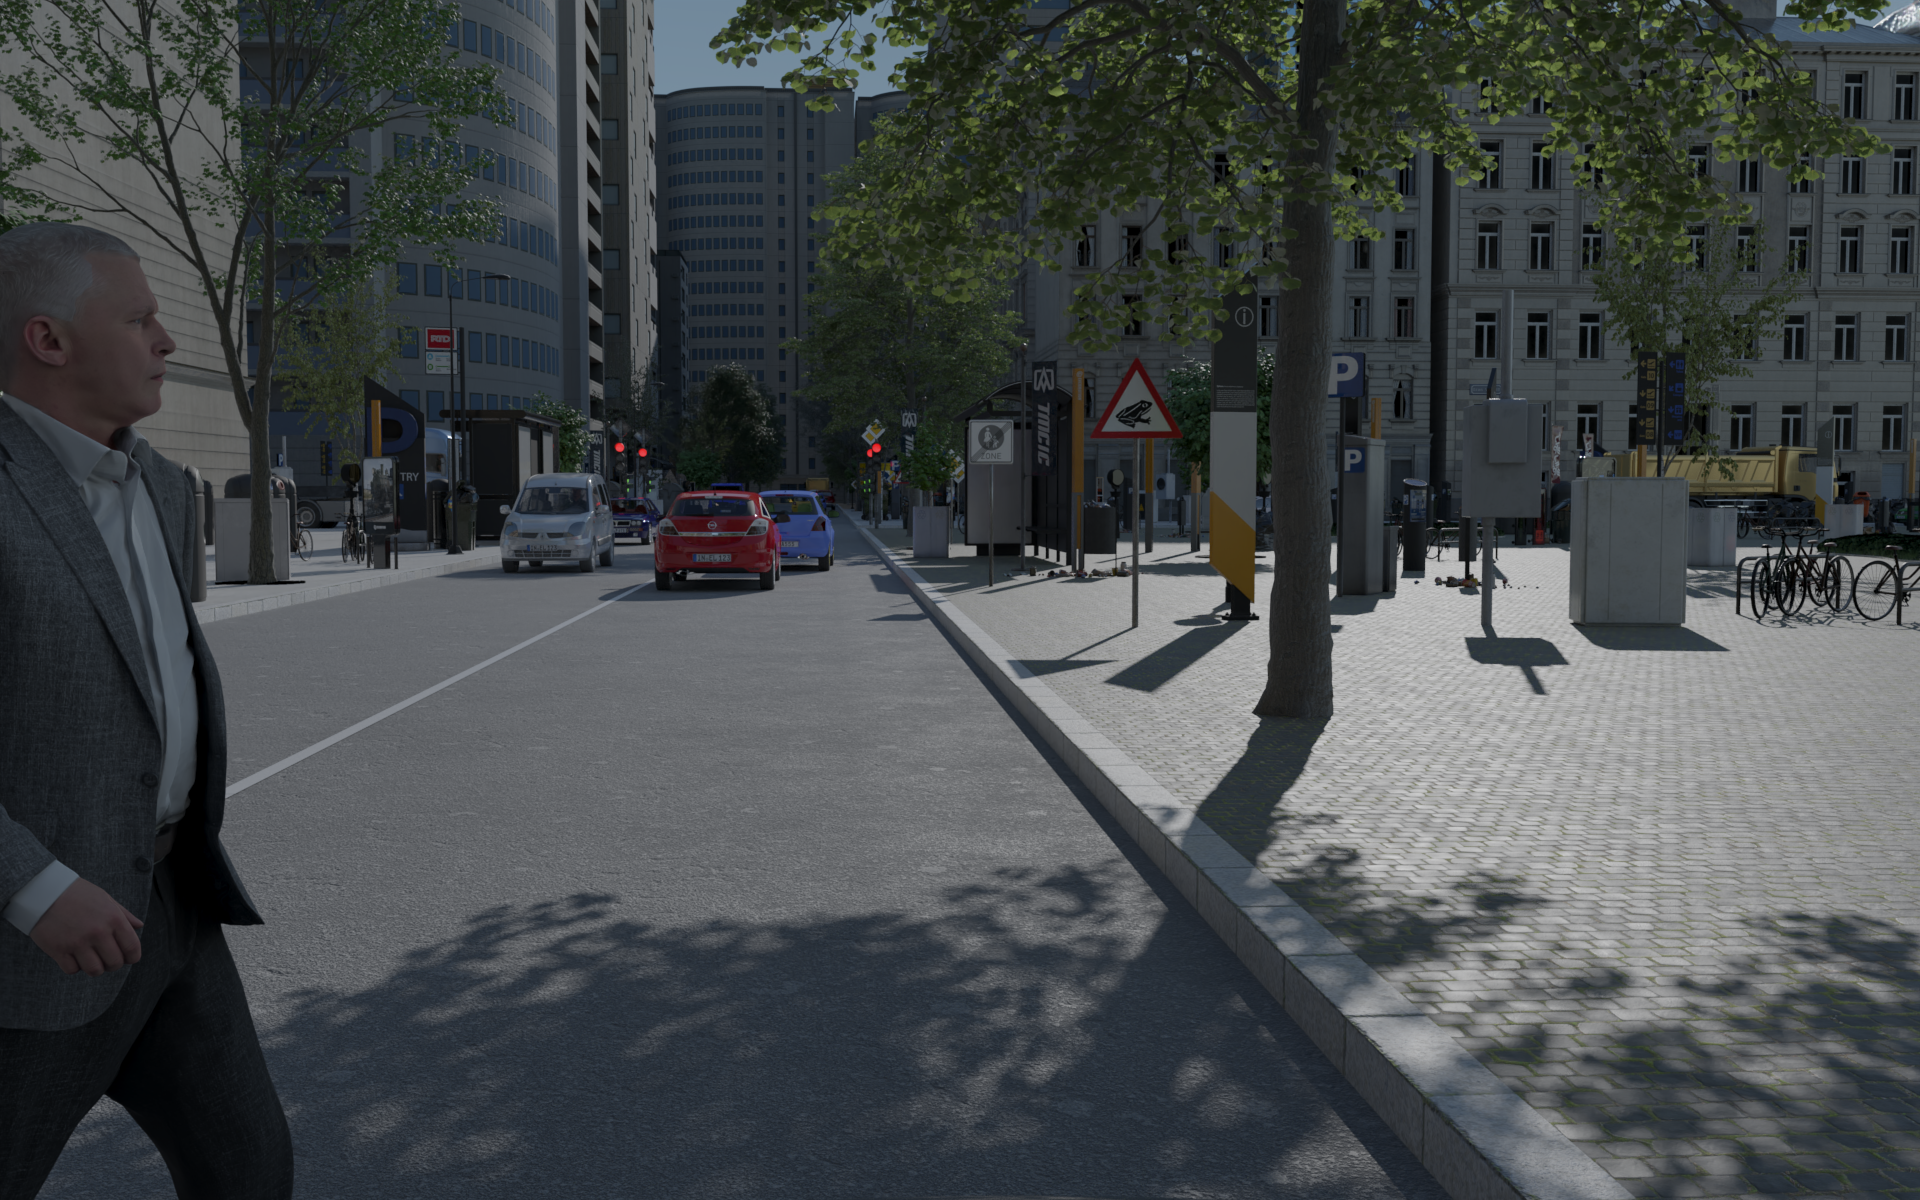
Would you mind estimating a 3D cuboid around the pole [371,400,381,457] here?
[{"bbox_3d":[-12.683,-2.682,37.699,0.158,3.312,0.155,0,3,0],"label":"pole"}]

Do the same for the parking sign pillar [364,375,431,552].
[{"bbox_3d":[-12.738,-3.095,39.081,1.447,3.967,1.447,-1,4,-14],"label":"parking sign pillar"}]

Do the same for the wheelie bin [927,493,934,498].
[{"bbox_3d":[-2.164,-7.463,129.925,0.693,1.594,0.980,1,4,20],"label":"wheelie bin"}]

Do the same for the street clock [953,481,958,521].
[{"bbox_3d":[-0.348,-4.787,82.837,0.471,2.002,0.358,-3,4,-37],"label":"street clock"}]

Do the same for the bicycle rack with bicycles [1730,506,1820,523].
[{"bbox_3d":[22.980,-2.213,49.561,2.925,0.926,2.852,-1,4,-20],"label":"bicycle rack with bicycles"}]

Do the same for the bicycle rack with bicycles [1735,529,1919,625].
[{"bbox_3d":[9.303,-0.293,18.178,2.925,0.926,2.852,-2,4,-29],"label":"bicycle rack with bicycles"}]

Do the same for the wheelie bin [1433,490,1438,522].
[{"bbox_3d":[20.335,-4.120,75.263,0.693,1.594,0.980,-2,4,-26],"label":"wheelie bin"}]

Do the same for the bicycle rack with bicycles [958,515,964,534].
[{"bbox_3d":[1.555,-2.547,55.029,2.852,0.926,2.925,-2,4,-24],"label":"bicycle rack with bicycles"}]

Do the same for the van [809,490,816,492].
[{"bbox_3d":[-14.148,-9.943,169.584,2.013,2.044,4.112,0,4,-5],"label":"van"}]

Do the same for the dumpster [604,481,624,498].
[{"bbox_3d":[-15.496,-4.308,76.187,1.264,1.857,1.865,0,4,-4],"label":"dumpster"}]

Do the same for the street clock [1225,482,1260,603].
[{"bbox_3d":[3.248,-0.973,20.487,0.471,2.002,0.358,0,4,2],"label":"street clock"}]

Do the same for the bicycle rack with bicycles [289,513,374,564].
[{"bbox_3d":[-11.860,-1.178,32.650,2.852,0.926,2.925,0,4,-4],"label":"bicycle rack with bicycles"}]

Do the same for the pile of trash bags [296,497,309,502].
[{"bbox_3d":[-27.730,-3.758,71.201,1.912,1.369,3.447,-1,4,-23],"label":"pile of trash bags"}]

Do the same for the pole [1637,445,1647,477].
[{"bbox_3d":[16.385,-2.923,41.642,0.158,3.312,0.155,0,3,0],"label":"pole"}]

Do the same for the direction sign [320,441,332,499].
[{"bbox_3d":[-27.120,-5.027,74.194,0.379,3.537,0.876,1,4,10],"label":"direction sign"}]

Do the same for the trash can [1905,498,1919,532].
[{"bbox_3d":[32.048,-2.834,57.987,0.748,1.137,0.748,0,3,0],"label":"trash can"}]

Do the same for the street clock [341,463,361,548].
[{"bbox_3d":[-14.323,-2.215,40.783,0.358,2.002,0.471,1,4,18],"label":"street clock"}]

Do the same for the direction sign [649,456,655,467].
[{"bbox_3d":[-18.581,-6.874,104.379,0.379,3.537,0.876,-2,4,-34],"label":"direction sign"}]

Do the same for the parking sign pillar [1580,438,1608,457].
[{"bbox_3d":[28.261,-5.429,77.230,1.447,3.967,1.447,-3,4,-36],"label":"parking sign pillar"}]

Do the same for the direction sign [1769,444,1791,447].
[{"bbox_3d":[37.122,-5.304,78.721,0.876,3.537,0.379,-1,4,-12],"label":"direction sign"}]

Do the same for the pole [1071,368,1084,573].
[{"bbox_3d":[1.920,-2.103,28.224,0.158,3.312,0.155,0,3,0],"label":"pole"}]

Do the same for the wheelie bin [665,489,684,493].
[{"bbox_3d":[-15.000,-4.986,89.427,0.980,1.594,0.693,-3,5,-43],"label":"wheelie bin"}]

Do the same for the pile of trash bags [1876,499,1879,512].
[{"bbox_3d":[39.811,-4.180,78.097,1.912,1.369,3.447,0,4,1],"label":"pile of trash bags"}]

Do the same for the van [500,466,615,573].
[{"bbox_3d":[-7.623,-1.589,32.988,2.013,2.044,4.112,0,4,-4],"label":"van"}]

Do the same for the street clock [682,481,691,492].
[{"bbox_3d":[-14.718,-5.428,93.324,0.358,2.002,0.471,2,4,30],"label":"street clock"}]

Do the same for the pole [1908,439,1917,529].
[{"bbox_3d":[35.118,-4.284,63.891,0.158,3.312,0.155,0,3,0],"label":"pole"}]

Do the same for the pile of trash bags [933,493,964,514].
[{"bbox_3d":[-0.366,-6.135,110.062,3.447,1.369,1.912,3,5,40],"label":"pile of trash bags"}]

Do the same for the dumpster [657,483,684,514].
[{"bbox_3d":[-14.683,-5.025,87.909,1.264,1.857,1.865,0,4,-5],"label":"dumpster"}]

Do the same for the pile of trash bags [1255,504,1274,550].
[{"bbox_3d":[6.948,-1.916,41.081,1.912,1.369,3.447,-1,4,-14],"label":"pile of trash bags"}]

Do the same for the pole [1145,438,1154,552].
[{"bbox_3d":[4.162,-2.704,38.046,0.158,3.312,0.155,0,3,0],"label":"pole"}]

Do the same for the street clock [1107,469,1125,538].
[{"bbox_3d":[4.502,-2.785,50.112,0.471,2.002,0.358,-2,4,-31],"label":"street clock"}]

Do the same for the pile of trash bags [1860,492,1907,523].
[{"bbox_3d":[42.855,-4.185,78.170,3.447,1.369,1.912,-1,4,-19],"label":"pile of trash bags"}]

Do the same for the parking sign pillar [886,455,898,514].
[{"bbox_3d":[-4.729,-7.642,113.412,1.447,3.967,1.447,-3,4,-36],"label":"parking sign pillar"}]

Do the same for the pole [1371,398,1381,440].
[{"bbox_3d":[8.818,-2.626,36.776,0.158,3.312,0.155,0,3,0],"label":"pole"}]

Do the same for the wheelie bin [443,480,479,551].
[{"bbox_3d":[-11.326,-1.925,39.378,0.693,1.594,0.980,0,4,-4],"label":"wheelie bin"}]

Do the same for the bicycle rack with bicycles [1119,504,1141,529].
[{"bbox_3d":[5.162,-3.069,63.556,2.925,0.926,2.852,-3,5,-45],"label":"bicycle rack with bicycles"}]

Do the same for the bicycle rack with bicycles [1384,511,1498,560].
[{"bbox_3d":[9.261,-1.305,34.718,2.925,0.926,2.852,-2,4,-34],"label":"bicycle rack with bicycles"}]

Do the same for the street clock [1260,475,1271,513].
[{"bbox_3d":[8.159,-2.562,46.462,0.358,2.002,0.471,3,5,42],"label":"street clock"}]

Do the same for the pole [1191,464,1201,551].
[{"bbox_3d":[5.277,-2.744,38.707,0.158,3.312,0.155,0,3,0],"label":"pole"}]

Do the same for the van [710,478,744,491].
[{"bbox_3d":[-12.828,-5.565,95.377,2.240,2.365,5.245,0,4,-6],"label":"van"}]

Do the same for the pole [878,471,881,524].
[{"bbox_3d":[-3.476,-4.926,74.387,0.158,3.312,0.155,0,3,0],"label":"pole"}]

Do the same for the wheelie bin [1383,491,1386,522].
[{"bbox_3d":[17.743,-4.042,73.988,0.693,1.594,0.980,-3,5,-42],"label":"wheelie bin"}]

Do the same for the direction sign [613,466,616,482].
[{"bbox_3d":[-28.296,-9.168,141.886,0.379,3.537,0.876,-2,4,-27],"label":"direction sign"}]

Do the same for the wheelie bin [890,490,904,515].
[{"bbox_3d":[-3.817,-5.879,104.036,0.980,1.594,0.693,3,5,42],"label":"wheelie bin"}]

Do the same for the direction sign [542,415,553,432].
[{"bbox_3d":[-11.897,-3.532,49.744,0.379,3.537,0.876,1,4,13],"label":"direction sign"}]

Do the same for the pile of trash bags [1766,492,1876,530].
[{"bbox_3d":[31.007,-3.234,62.629,3.447,1.369,1.912,2,4,24],"label":"pile of trash bags"}]

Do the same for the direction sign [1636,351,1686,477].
[{"bbox_3d":[11.177,-2.183,27.682,0.876,3.537,0.379,-1,4,-17],"label":"direction sign"}]
